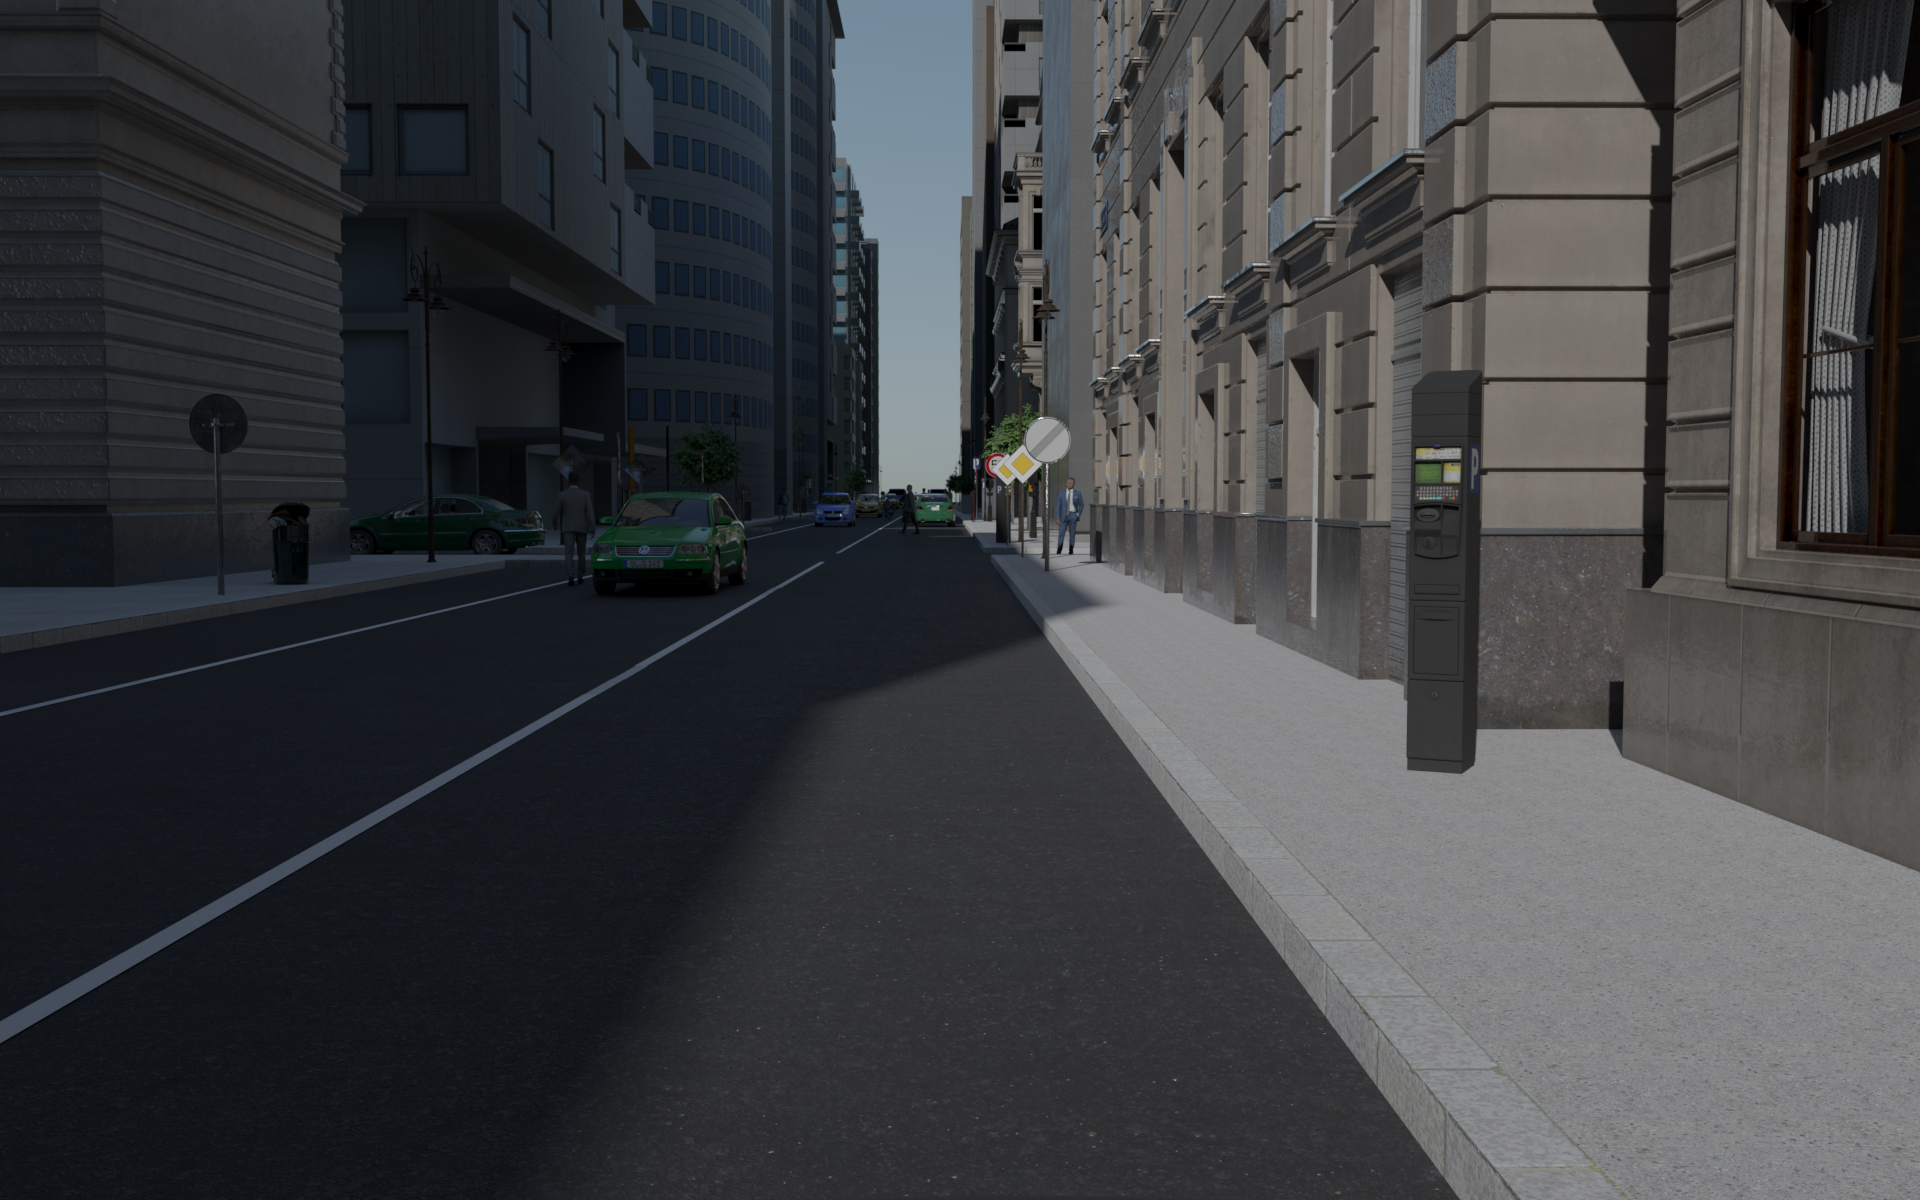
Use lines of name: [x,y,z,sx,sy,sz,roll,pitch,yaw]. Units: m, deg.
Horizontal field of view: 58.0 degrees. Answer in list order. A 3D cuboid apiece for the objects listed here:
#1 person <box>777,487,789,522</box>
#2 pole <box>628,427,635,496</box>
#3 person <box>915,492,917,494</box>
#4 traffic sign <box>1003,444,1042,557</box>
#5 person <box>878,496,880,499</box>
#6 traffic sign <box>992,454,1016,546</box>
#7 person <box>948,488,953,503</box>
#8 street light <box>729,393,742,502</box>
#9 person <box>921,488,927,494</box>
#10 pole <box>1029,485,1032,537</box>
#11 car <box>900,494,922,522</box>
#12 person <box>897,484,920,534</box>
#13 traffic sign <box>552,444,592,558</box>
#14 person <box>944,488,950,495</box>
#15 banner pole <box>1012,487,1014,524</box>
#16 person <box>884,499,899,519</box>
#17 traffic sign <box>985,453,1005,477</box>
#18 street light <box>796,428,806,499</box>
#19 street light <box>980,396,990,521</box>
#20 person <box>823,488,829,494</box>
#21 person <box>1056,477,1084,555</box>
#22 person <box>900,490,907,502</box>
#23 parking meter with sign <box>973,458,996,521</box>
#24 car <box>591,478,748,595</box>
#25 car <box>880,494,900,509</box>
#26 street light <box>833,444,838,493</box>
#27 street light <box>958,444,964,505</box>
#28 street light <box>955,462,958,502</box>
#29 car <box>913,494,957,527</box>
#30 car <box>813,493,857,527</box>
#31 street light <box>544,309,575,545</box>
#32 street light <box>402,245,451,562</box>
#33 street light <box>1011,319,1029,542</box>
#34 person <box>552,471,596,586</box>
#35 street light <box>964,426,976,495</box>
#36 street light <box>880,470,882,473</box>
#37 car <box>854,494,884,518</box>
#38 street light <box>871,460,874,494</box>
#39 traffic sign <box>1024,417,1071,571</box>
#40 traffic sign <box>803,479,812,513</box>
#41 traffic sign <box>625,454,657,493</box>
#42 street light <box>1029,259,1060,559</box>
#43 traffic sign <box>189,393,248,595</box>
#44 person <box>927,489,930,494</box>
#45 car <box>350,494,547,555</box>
person: [-9.014,-4.865,88.395,0.623,1.781,0.721,0,4,-4]
pole: [-9.983,-3.597,52.657,0.158,3.312,0.155,0,3,0]
person: [-5.528,-12.810,218.647,1.217,1.736,0.721,-1,4,-20]
traffic sign: [1.267,-1.921,35.051,0.795,2.450,0.064,0,4,-1]
person: [-9.942,-12.078,209.161,0.799,1.438,0.628,2,4,29]
traffic sign: [1.179,-2.409,43.036,0.795,2.450,0.064,0,4,-1]
person: [-0.565,-5.262,94.870,0.374,1.781,0.599,1,4,11]
street light: [-10.319,-6.541,79.739,0.468,5.910,1.993,0,4,-1]
person: [-1.929,-5.259,94.903,0.576,1.772,0.534,-2,4,-28]
pole: [2.138,-3.544,51.795,0.158,3.312,0.155,0,3,0]
car: [-2.078,-4.834,90.831,2.131,1.459,4.920,0,4,0]
person: [-1.849,-3.240,61.864,0.834,1.777,0.661,0,4,-7]
traffic sign: [-7.827,-1.916,34.973,0.795,2.450,0.064,0,4,-1]
person: [-0.771,-6.174,109.703,0.793,1.790,0.793,-3,5,-42]
banner pole: [2.025,-5.083,73.130,0.863,3.779,0.401,1,4,13]
person: [-3.918,-5.128,97.836,1.012,1.151,0.738,-3,5,-43]
traffic sign: [1.170,-3.268,53.542,0.768,2.556,0.104,0,4,1]
street light: [-10.867,-8.998,119.912,0.468,5.910,1.993,0,4,-1]
street light: [1.189,-6.657,81.623,0.468,5.910,1.993,0,4,-1]
person: [-7.878,-5.740,102.440,0.391,1.810,0.635,-3,5,-41]
person: [2.411,-1.837,38.715,0.721,1.800,0.419,0,4,1]
person: [-4.792,-8.665,150.733,0.990,1.755,0.434,-1,4,-23]
parking meter with sign: [1.478,-5.391,84.400,1.738,3.016,0.543,-3,4,-36]
car: [-4.318,-1.060,26.121,1.959,1.807,4.718,0,4,1]
car: [-6.673,-9.427,164.355,2.015,1.641,3.980,0,4,0]
street light: [-11.168,-11.203,155.963,0.468,5.910,1.993,0,4,-1]
street light: [0.318,-11.371,158.707,0.468,5.910,1.993,0,4,-1]
street light: [-0.074,-13.551,194.347,0.468,5.910,1.993,0,4,-1]
car: [-1.153,-3.940,76.209,2.131,1.459,4.920,0,4,-3]
car: [-5.542,-4.116,76.891,1.945,1.707,3.694,0,4,-1]
street light: [-9.989,-4.316,43.358,0.468,5.910,1.993,0,4,-1]
street light: [-9.929,-3.644,32.368,0.468,5.910,1.993,0,4,-1]
street light: [1.604,-4.468,45.844,0.468,5.910,1.993,0,4,-1]
person: [-6.073,-1.130,27.250,0.678,1.792,0.850,-1,4,-13]
street light: [0.684,-9.191,123.066,0.468,5.910,1.993,0,4,-1]
street light: [-12.524,-18.476,274.862,0.468,5.910,1.993,0,4,-1]
car: [-5.634,-5.852,105.910,2.015,1.641,3.980,0,4,0]
street light: [-12.029,-16.248,238.439,0.468,5.910,1.993,0,4,-1]
traffic sign: [1.448,-1.749,28.704,0.768,2.556,0.104,0,4,5]
traffic sign: [-10.400,-7.107,118.321,0.606,2.300,0.079,1,4,8]
traffic sign: [-7.914,-2.405,42.957,0.795,2.450,0.064,0,4,-1]
street light: [1.693,-3.757,34.222,0.468,5.910,1.993,0,4,-1]
traffic sign: [-9.386,-1.335,21.930,0.768,2.556,0.104,0,4,4]
person: [-2.496,-7.984,139.017,1.348,1.826,0.705,3,5,40]
car: [-11.878,-1.675,39.188,4.920,1.459,2.131,0,4,-2]
